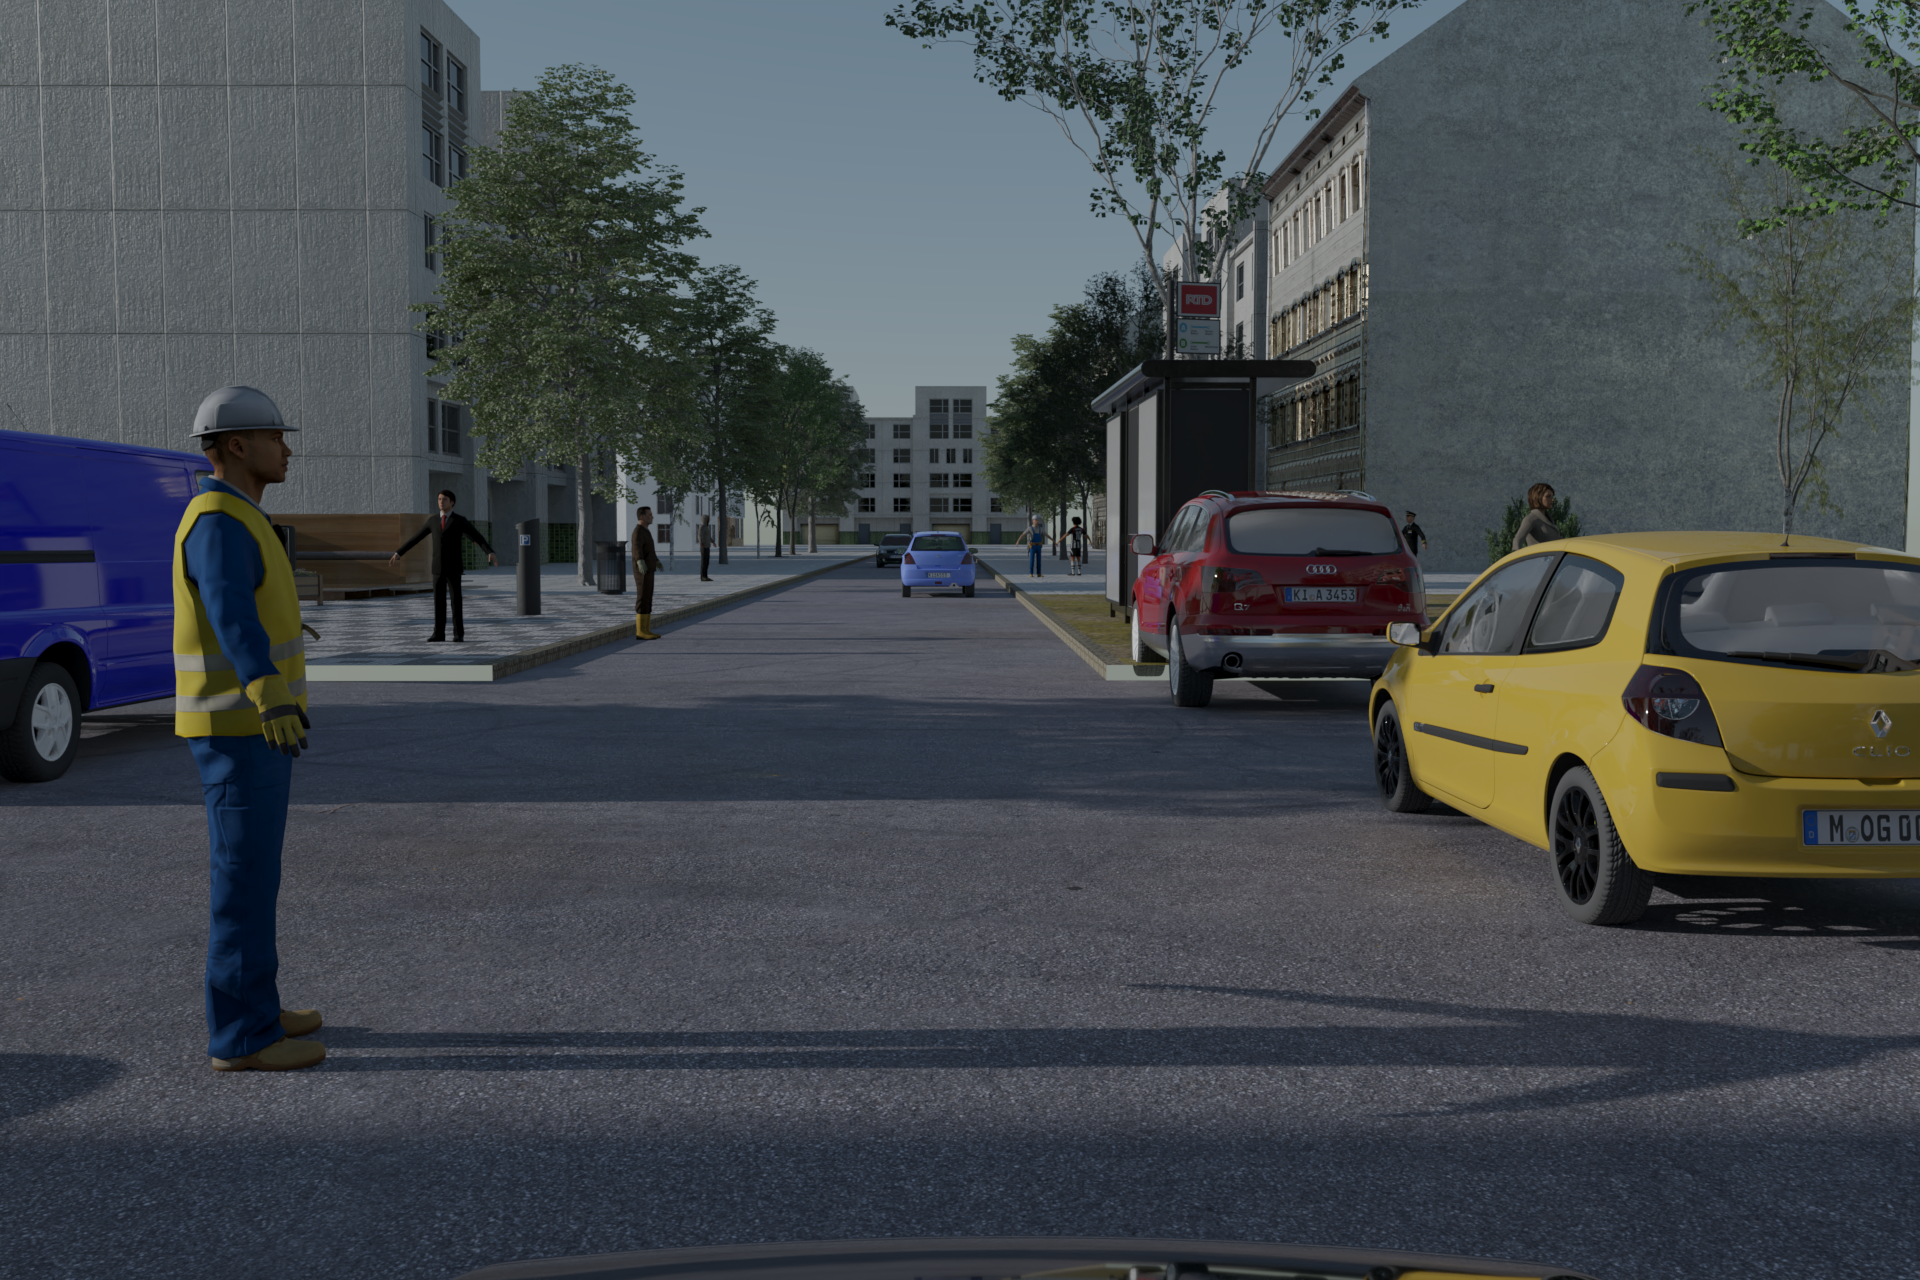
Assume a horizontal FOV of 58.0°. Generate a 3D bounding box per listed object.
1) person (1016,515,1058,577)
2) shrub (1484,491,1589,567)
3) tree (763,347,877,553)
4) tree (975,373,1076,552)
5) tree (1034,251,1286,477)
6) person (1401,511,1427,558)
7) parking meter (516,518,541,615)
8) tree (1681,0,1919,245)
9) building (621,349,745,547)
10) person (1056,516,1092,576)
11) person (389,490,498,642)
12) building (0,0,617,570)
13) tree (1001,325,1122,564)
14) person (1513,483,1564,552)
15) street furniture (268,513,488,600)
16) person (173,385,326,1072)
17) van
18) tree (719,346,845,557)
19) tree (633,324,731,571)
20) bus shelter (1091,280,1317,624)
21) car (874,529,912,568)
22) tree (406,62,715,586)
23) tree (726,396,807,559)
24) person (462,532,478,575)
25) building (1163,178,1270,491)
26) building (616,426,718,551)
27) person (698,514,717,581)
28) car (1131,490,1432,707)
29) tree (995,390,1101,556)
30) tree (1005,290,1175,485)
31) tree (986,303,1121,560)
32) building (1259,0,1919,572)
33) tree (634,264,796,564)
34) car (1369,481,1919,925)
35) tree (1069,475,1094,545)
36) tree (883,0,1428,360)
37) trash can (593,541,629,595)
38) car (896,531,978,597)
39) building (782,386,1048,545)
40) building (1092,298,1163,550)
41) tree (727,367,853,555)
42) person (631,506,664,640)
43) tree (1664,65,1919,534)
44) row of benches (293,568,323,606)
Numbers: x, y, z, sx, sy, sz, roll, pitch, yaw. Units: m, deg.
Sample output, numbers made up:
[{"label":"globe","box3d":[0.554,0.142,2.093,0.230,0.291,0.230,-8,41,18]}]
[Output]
[{"label":"person","box3d":[2.252,-2.783,51.360,1.347,1.847,0.705,-1,4,-20]},{"label":"shrub","box3d":[9.306,-1.457,27.870,1.661,2.075,1.752,0,3,0]},{"label":"tree","box3d":[-9.985,-12.894,117.475,9.857,13.997,8.962,0,3,0]},{"label":"tree","box3d":[4.516,-12.480,122.182,7.486,12.596,7.792,0,3,0]},{"label":"tree","box3d":[6.383,-7.456,56.325,8.767,10.594,7.601,1,4,11]},{"label":"person","box3d":[10.690,-2.157,41.196,0.705,1.837,1.347,-2,4,-25]},{"label":"parking meter","box3d":[-6.851,-1.167,27.486,0.372,1.533,0.369,0,3,0]},{"label":"tree","box3d":[9.282,-5.439,14.682,9.928,11.665,9.643,0,3,0]},{"label":"building","box3d":[-28.287,-19.536,175.828,16.016,20.090,11.380,0,4,-1]},{"label":"person","box3d":[3.555,-2.887,53.341,1.345,1.843,0.704,-2,4,-30]},{"label":"person","box3d":[-6.110,-0.881,20.596,1.347,1.806,0.705,0,4,8]},{"label":"building","box3d":[-25.407,-12.419,69.502,16.747,18.905,31.486,0,4,0]},{"label":"tree","box3d":[5.584,-8.564,74.428,8.767,10.594,7.601,2,4,32]},{"label":"person","box3d":[5.278,-0.536,15.521,1.215,1.744,0.721,-3,5,-43]},{"label":"street furniture","box3d":[-15.062,-1.882,37.633,11.010,1.723,9.812,0,4,3]},{"label":"person","box3d":[-1.924,0.225,4.745,0.705,1.833,1.349,-1,4,-22]},{"label":"van","box3d":[-6.193,-0.444,11.649,2.240,2.365,5.245,0,4,-1]},{"label":"tree","box3d":[-9.861,-10.354,95.049,9.928,11.665,9.643,0,3,0]},{"label":"tree","box3d":[-10.236,-6.697,59.863,4.360,8.622,3.978,0,3,0]},{"label":"bus shelter","box3d":[3.144,-2.905,25.131,2.179,5.291,8.768,0,4,-1]},{"label":"car","box3d":[-2.698,-3.971,74.710,2.009,1.686,4.222,0,4,0]},{"label":"tree","box3d":[-9.673,-7.610,42.548,7.486,12.596,7.792,0,3,0]},{"label":"tree","box3d":[-10.102,-8.455,88.598,4.737,8.622,4.395,0,3,0]},{"label":"person","box3d":[-15.661,-2.918,53.934,1.346,1.802,0.704,1,4,18]},{"label":"building","box3d":[21.528,-13.973,94.919,16.747,18.905,31.486,0,4,-1]},{"label":"building","box3d":[-24.961,-12.522,146.881,9.099,9.664,28.070,0,4,0]},{"label":"person","box3d":[-6.889,-2.501,47.024,0.705,1.813,1.348,0,4,8]},{"label":"car","box3d":[2.774,-0.441,15.892,2.281,1.827,5.304,0,4,0]},{"label":"tree","box3d":[5.363,-10.280,102.482,8.767,10.594,7.601,3,5,43]},{"label":"tree","box3d":[5.838,-7.962,64.589,8.767,10.594,7.601,0,4,4]},{"label":"tree","box3d":[5.152,-10.214,85.128,7.486,12.596,7.792,0,3,0]},{"label":"building","box3d":[22.809,-14.445,67.101,19.493,23.208,18.063,0,4,0]},{"label":"tree","box3d":[-10.363,-9.487,73.247,7.486,12.596,7.792,0,3,0]},{"label":"car","box3d":[3.073,0.149,7.791,2.015,1.641,3.980,0,4,-1]},{"label":"tree","box3d":[16.032,-17.317,208.882,9.928,11.665,9.643,0,3,0]},{"label":"tree","box3d":[4.443,-11.406,42.376,12.611,20.169,13.585,0,3,0]},{"label":"trash can","box3d":[-7.389,-1.533,36.715,0.748,1.137,0.748,0,3,0]},{"label":"car","box3d":[-0.533,-1.889,40.477,1.945,1.707,3.694,0,4,-2]},{"label":"building","box3d":[-5.413,-21.072,213.437,31.486,18.905,16.747,0,4,-1]},{"label":"building","box3d":[20.787,-18.873,139.495,19.493,23.208,18.063,0,4,-1]},{"label":"tree","box3d":[-10.380,-11.022,105.958,9.928,11.665,9.643,0,3,0]},{"label":"person","box3d":[-4.256,-0.914,23.545,0.704,1.812,1.346,0,4,0]},{"label":"tree","box3d":[13.236,-4.752,28.055,4.360,8.622,3.978,0,3,0]},{"label":"row of benches","box3d":[-12.446,-0.857,29.480,1.422,0.672,4.104,1,4,23]}]
